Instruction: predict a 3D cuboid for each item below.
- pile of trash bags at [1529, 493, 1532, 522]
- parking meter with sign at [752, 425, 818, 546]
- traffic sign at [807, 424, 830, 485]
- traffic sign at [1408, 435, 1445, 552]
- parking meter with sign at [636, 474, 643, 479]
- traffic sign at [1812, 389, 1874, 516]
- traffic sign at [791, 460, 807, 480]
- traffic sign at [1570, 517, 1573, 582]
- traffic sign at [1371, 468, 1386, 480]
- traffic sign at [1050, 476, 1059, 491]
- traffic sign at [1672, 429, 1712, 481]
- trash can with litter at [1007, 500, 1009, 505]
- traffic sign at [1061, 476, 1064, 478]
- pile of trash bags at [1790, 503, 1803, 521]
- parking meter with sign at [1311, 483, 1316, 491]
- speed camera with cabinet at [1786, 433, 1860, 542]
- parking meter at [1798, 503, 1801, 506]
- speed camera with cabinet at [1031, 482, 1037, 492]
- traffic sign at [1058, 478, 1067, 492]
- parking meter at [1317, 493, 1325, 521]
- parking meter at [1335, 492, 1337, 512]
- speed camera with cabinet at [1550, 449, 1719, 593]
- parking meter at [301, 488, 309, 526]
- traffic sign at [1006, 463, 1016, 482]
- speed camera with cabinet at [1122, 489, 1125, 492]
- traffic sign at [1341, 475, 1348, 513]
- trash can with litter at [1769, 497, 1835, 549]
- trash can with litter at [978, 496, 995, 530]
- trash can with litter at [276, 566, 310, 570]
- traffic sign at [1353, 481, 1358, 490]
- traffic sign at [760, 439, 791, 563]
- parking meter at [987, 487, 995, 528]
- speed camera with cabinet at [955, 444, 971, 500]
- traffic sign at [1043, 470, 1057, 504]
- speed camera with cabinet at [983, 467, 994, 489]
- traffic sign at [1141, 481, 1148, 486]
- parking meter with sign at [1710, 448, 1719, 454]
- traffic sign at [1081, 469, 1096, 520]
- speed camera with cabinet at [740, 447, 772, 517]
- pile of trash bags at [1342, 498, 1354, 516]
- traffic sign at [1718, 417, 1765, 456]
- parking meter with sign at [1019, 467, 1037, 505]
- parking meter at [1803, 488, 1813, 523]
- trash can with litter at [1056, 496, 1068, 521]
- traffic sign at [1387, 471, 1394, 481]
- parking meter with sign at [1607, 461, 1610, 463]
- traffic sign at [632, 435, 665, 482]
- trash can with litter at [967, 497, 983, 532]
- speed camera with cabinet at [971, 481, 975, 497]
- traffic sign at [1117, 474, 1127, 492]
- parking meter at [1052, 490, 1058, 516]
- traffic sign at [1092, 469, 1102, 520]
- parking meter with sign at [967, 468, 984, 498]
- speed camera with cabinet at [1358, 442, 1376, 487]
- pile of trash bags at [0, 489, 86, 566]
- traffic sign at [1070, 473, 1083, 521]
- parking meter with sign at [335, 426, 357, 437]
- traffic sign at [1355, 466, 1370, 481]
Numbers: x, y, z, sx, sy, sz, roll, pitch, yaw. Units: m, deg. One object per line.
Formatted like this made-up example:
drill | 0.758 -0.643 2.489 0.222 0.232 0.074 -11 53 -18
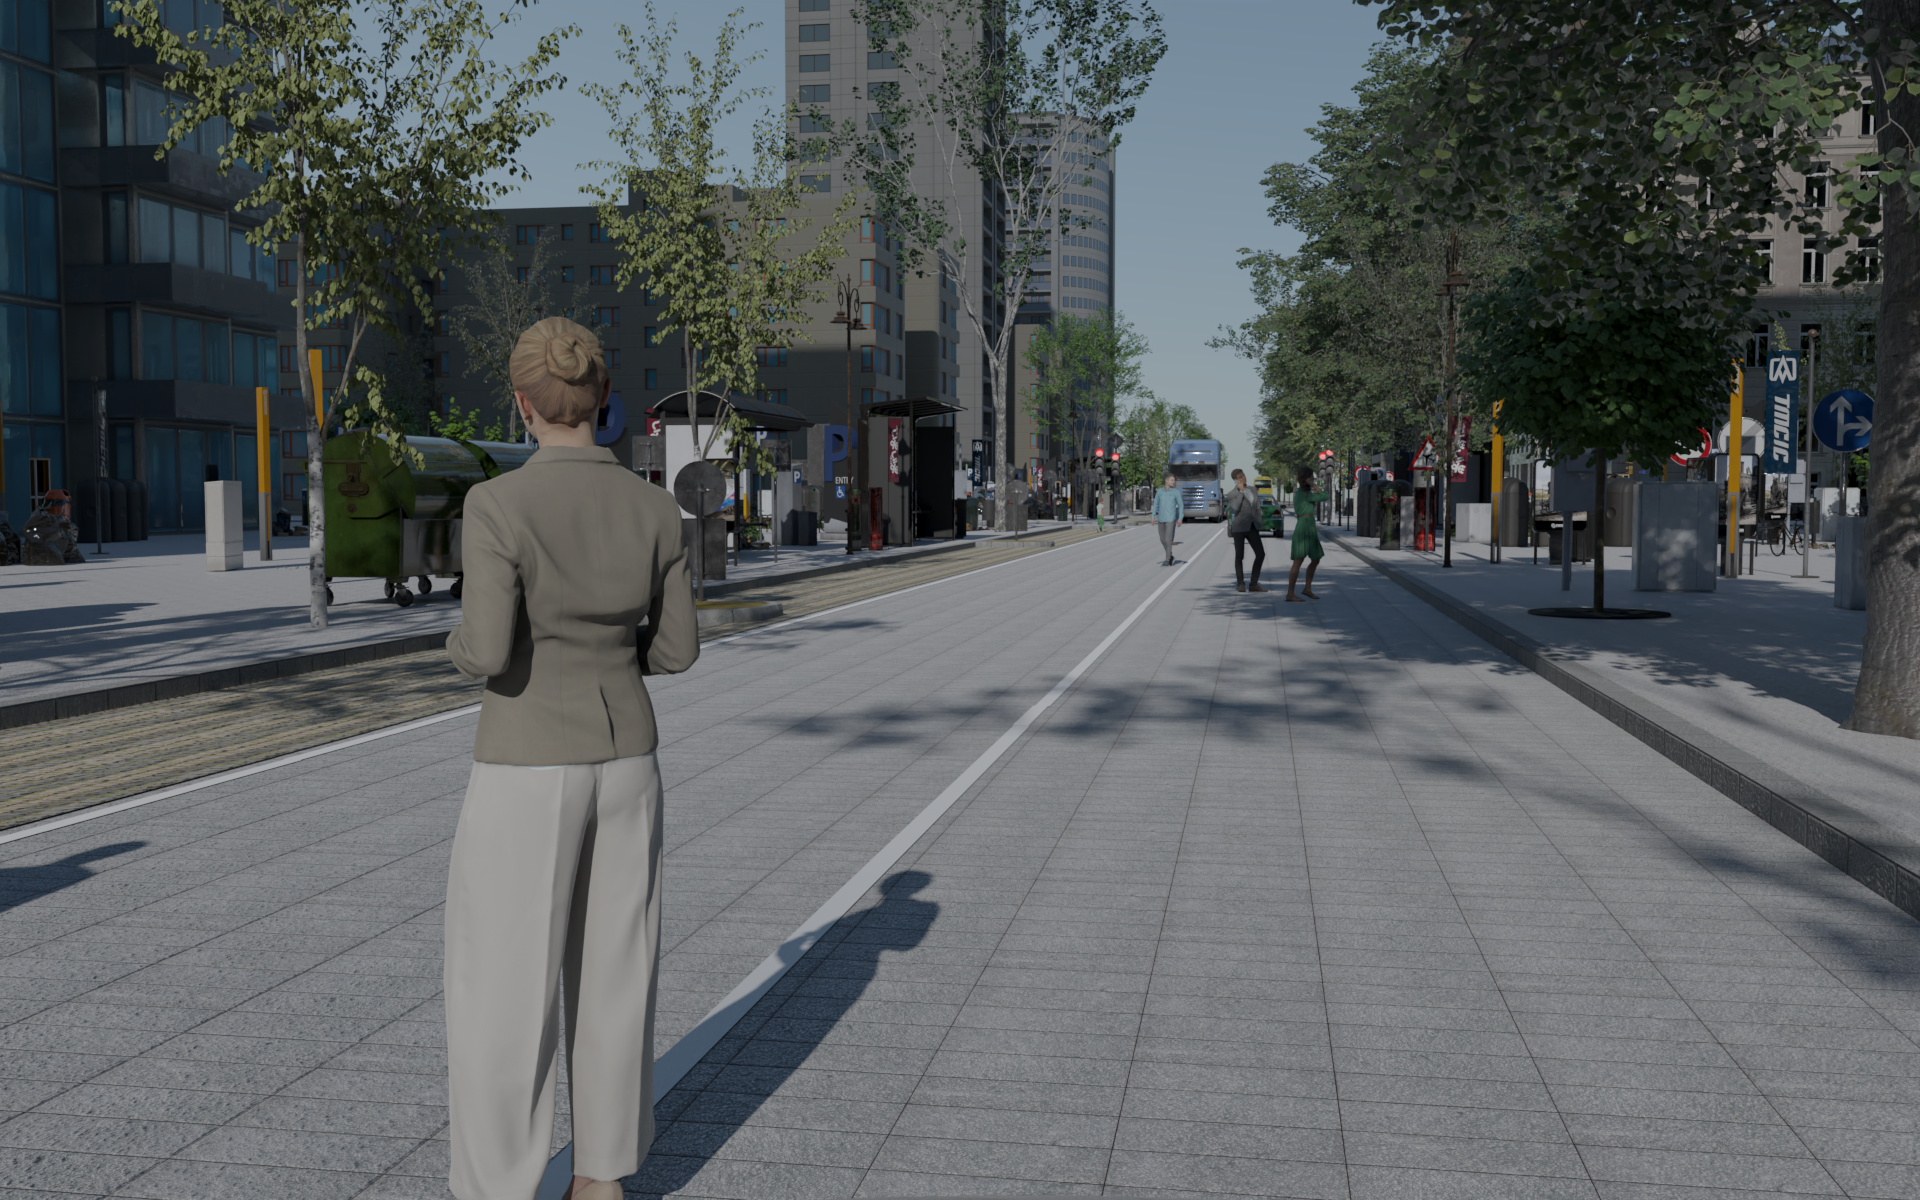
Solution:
pile of trash bags | 21.933 -3.272 63.247 1.912 1.369 3.447 -2 4 -34
parking meter with sign | -4.344 -2.877 43.300 1.738 3.016 0.543 2 4 33
traffic sign | -3.327 -3.433 50.000 2.265 3.308 0.079 1 4 13
traffic sign | 10.372 -2.348 38.399 0.884 2.594 0.081 1 4 12
parking meter with sign | -12.406 -4.255 65.837 0.543 3.016 1.738 3 5 43
traffic sign | 10.748 -1.283 21.078 0.768 2.556 0.104 1 4 14
traffic sign | -4.769 -3.015 51.424 0.606 2.300 0.079 1 4 15
traffic sign | 8.914 -1.541 25.298 0.768 2.556 0.104 1 4 14
traffic sign | 15.982 -3.918 66.187 0.606 2.300 0.079 1 4 16
traffic sign | 5.794 -6.623 108.390 0.768 2.556 0.104 1 4 19
traffic sign | 13.197 -1.915 31.424 0.768 2.556 0.104 1 4 11
trash can with litter | 2.144 -4.279 81.353 0.624 1.170 1.055 -2 4 -24
traffic sign | 6.794 -7.196 117.764 0.768 2.556 0.104 1 4 11
pile of trash bags | 40.686 -4.523 83.710 3.447 1.369 1.912 0 4 2
parking meter with sign | 24.990 -7.704 122.220 1.738 3.016 0.543 -2 4 -23
speed camera with cabinet | 23.143 -3.206 46.762 2.038 3.252 0.660 0 4 1
parking meter | 41.347 -4.886 85.598 0.399 1.863 0.255 1 4 15
speed camera with cabinet | 5.584 -9.103 143.161 0.660 3.252 2.038 -3 4 -38
traffic sign | 6.405 -6.545 109.145 0.606 2.300 0.079 1 4 12
parking meter | 17.202 -4.533 82.524 0.372 1.533 0.369 0 3 0
parking meter | 26.095 -6.876 120.840 0.372 1.533 0.369 0 3 0
speed camera with cabinet | 8.915 -1.749 22.931 2.038 3.252 0.660 1 4 14
parking meter | -26.522 -3.784 70.282 0.372 1.533 0.369 0 3 0
traffic sign | 1.887 -4.314 70.638 0.768 2.556 0.104 1 4 14
speed camera with cabinet | 11.341 -8.178 128.041 2.038 3.252 0.660 -2 4 -33
traffic sign | 25.249 -6.958 113.866 0.768 2.556 0.104 1 4 18
trash can with litter | 20.165 -1.835 41.066 1.678 1.210 2.233 1 4 22
trash can with litter | 0.653 -3.113 61.947 2.233 1.210 1.678 0 4 1
trash can with litter | -10.495 -1.122 29.398 1.678 1.210 2.233 -3 5 -40
traffic sign | 33.350 -8.958 146.561 0.768 2.556 0.104 1 4 18
traffic sign | -3.435 -1.843 32.258 0.606 2.300 0.079 1 4 14
parking meter | 1.210 -3.528 66.100 0.372 1.533 0.369 0 3 0
speed camera with cabinet | -0.502 -4.525 68.326 0.660 3.252 2.038 -2 4 -32
traffic sign | 4.684 -5.542 90.713 0.768 2.556 0.104 1 4 15
speed camera with cabinet | 2.658 -8.066 126.221 2.038 3.252 0.660 -2 4 -26
traffic sign | 15.630 -8.997 147.202 0.768 2.556 0.104 1 4 19
parking meter with sign | 29.468 -4.276 66.174 1.738 3.016 0.543 -2 4 -25
traffic sign | 6.368 -5.270 86.264 0.768 2.556 0.104 1 4 10
speed camera with cabinet | -8.539 -4.813 73.023 2.038 3.252 0.660 -1 4 -13
pile of trash bags | 23.920 -5.579 100.961 3.447 1.369 1.912 -3 5 -44
traffic sign | 13.023 -1.760 28.885 0.768 2.556 0.104 1 4 16
parking meter with sign | 4.052 -7.034 111.268 1.738 3.016 0.543 2 4 34
parking meter | 37.236 -4.137 76.056 0.372 1.533 0.369 0 3 0
trash can with litter | 4.735 -4.285 81.449 0.624 1.170 1.055 -1 4 -10
traffic sign | 23.981 -5.932 97.086 0.768 2.556 0.104 1 4 18
parking meter with sign | 23.904 -4.244 65.654 1.738 3.016 0.543 -3 5 -39
traffic sign | -5.446 -1.723 30.302 0.606 2.300 0.079 1 4 14
trash can with litter | 0.384 -2.952 59.654 0.624 1.170 1.055 1 4 15
speed camera with cabinet | 0.453 -7.327 114.129 0.660 3.252 2.038 1 4 14
traffic sign | 10.212 -6.714 109.877 0.768 2.556 0.104 1 4 18
parking meter | 5.490 -5.604 100.037 0.372 1.533 0.369 0 3 0
traffic sign | 6.779 -5.327 87.200 0.768 2.556 0.104 1 4 12
parking meter with sign | 1.280 -7.428 117.708 0.543 3.016 1.738 3 5 44
speed camera with cabinet | 15.366 -4.307 64.749 0.660 3.252 2.038 0 4 2
pile of trash bags | -17.238 -1.371 32.168 1.912 1.369 3.447 -1 4 -11
traffic sign | 5.606 -4.977 83.501 0.606 2.300 0.079 1 4 19
parking meter with sign | -15.680 -2.885 43.430 0.543 3.016 1.738 0 4 2
traffic sign | 17.877 -4.702 76.986 0.768 2.556 0.104 1 4 19
